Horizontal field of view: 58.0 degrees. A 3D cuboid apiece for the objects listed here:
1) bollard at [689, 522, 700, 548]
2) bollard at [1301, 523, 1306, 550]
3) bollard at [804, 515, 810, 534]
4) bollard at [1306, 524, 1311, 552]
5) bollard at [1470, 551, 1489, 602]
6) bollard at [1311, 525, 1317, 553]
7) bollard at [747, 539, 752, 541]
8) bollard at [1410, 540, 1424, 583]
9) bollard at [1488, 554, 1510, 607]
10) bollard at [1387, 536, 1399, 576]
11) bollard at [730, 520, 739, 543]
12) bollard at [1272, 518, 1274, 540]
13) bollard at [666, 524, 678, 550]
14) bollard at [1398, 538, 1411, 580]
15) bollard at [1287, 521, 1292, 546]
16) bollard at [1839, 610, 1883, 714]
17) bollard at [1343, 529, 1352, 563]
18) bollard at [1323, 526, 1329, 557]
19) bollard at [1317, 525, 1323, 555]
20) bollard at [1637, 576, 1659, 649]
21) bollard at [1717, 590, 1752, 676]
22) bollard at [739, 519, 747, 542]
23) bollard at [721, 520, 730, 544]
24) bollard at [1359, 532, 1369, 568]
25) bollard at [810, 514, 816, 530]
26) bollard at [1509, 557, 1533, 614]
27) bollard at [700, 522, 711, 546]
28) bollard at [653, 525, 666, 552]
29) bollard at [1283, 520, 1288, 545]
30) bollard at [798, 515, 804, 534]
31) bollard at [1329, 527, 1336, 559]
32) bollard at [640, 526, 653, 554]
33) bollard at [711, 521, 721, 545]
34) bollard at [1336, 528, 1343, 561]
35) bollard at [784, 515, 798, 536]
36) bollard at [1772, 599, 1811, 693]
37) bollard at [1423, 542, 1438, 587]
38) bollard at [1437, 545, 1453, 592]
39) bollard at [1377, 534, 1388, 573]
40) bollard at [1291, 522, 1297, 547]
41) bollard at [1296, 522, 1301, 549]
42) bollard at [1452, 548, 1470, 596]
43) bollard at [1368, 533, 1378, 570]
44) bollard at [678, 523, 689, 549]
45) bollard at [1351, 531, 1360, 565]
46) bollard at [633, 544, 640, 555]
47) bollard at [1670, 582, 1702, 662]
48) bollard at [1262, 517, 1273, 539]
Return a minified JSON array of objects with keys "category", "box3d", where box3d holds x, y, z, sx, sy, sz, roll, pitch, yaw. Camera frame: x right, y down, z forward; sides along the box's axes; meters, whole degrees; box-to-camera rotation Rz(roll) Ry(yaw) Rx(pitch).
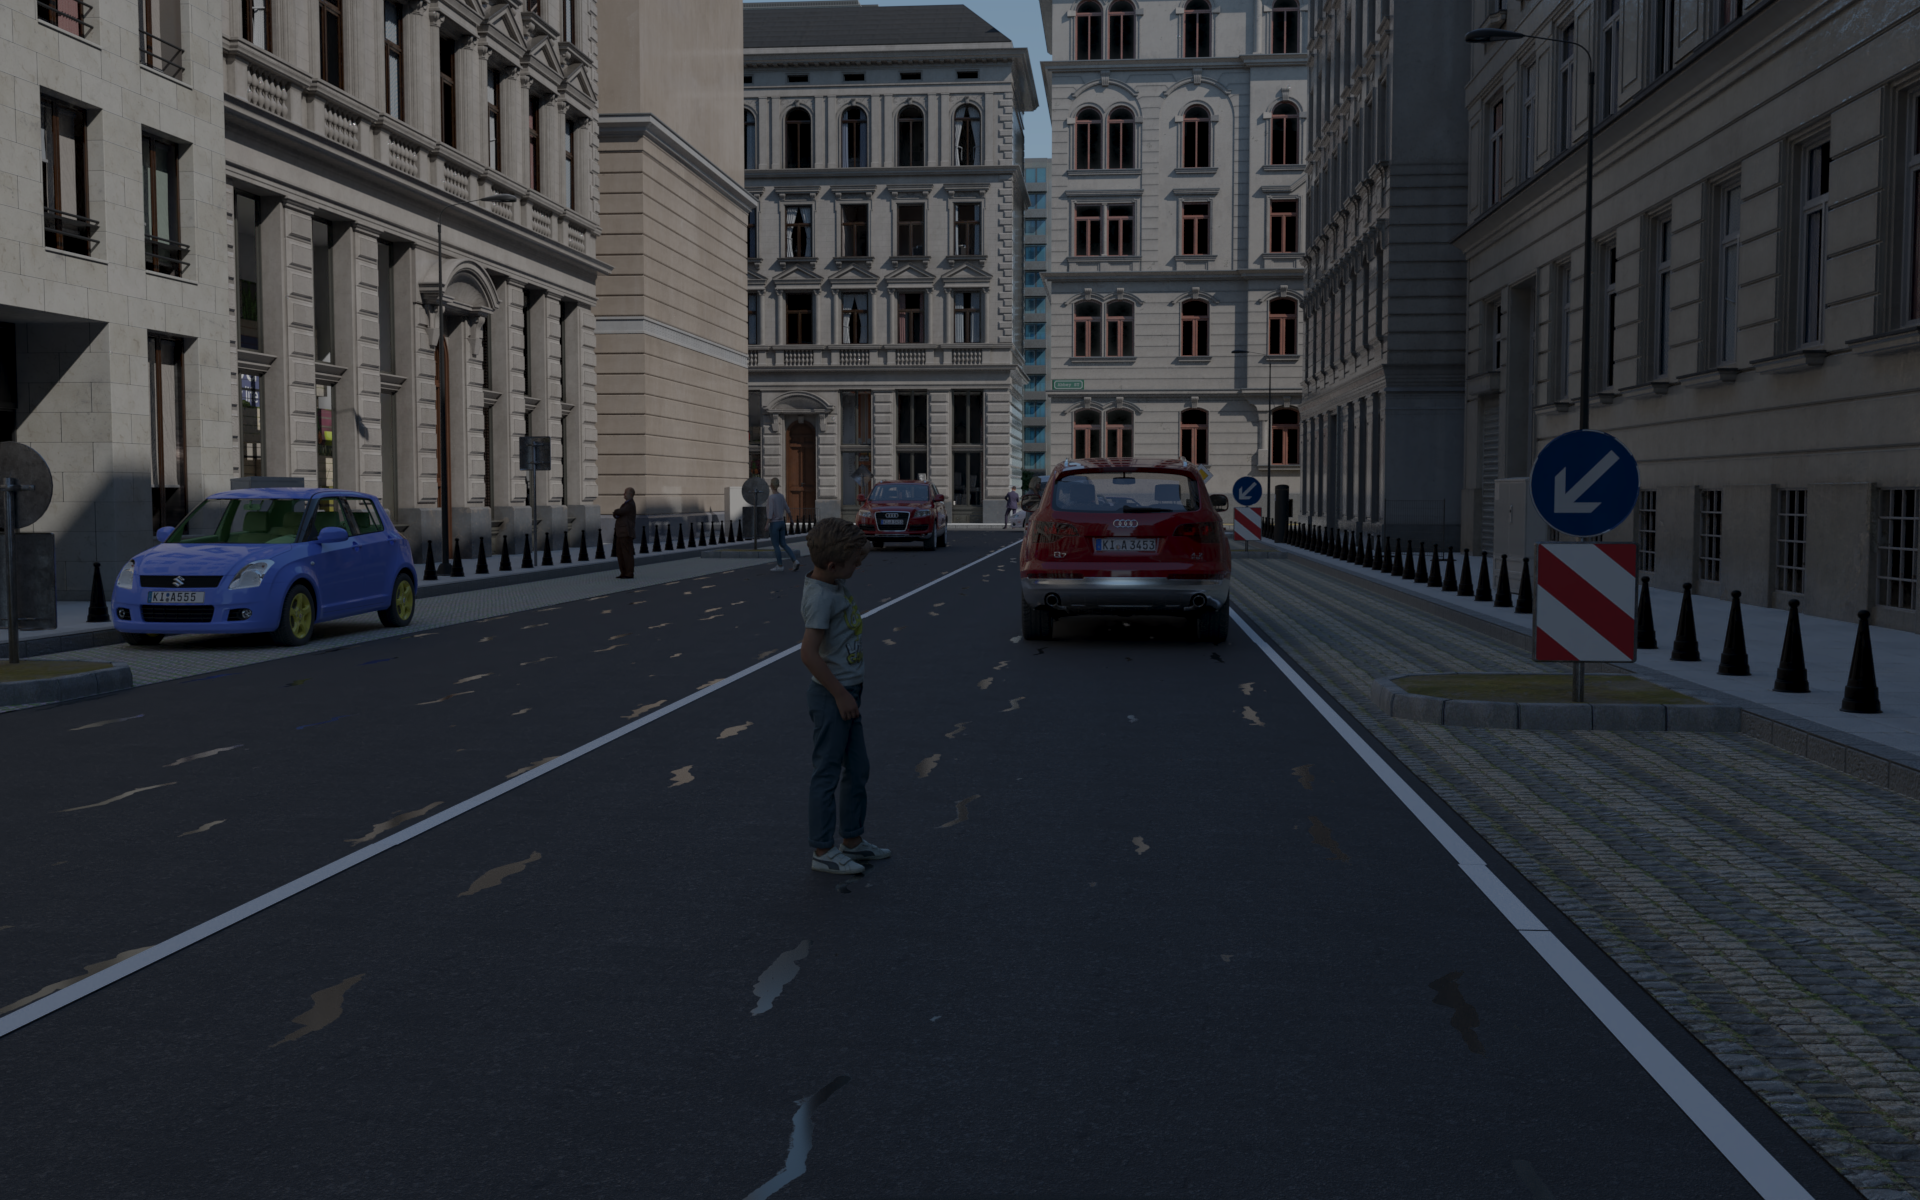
[{"category":"bollard","box3d":[-6.440,-1.563,41.595,0.229,0.601,0.229,0,3,0]},{"category":"bollard","box3d":[8.009,-1.450,39.741,0.229,0.601,0.229,0,3,0]},{"category":"bollard","box3d":[-5.087,-2.466,56.363,0.229,0.601,0.229,0,3,0]},{"category":"bollard","box3d":[7.914,-1.385,38.693,0.229,0.601,0.229,0,3,0]},{"category":"bollard","box3d":[6.278,-0.288,20.743,0.229,0.601,0.229,0,3,0]},{"category":"bollard","box3d":[7.816,-1.321,37.639,0.229,0.601,0.229,0,3,0]},{"category":"bollard","box3d":[-5.858,-1.950,47.924,0.229,0.601,0.229,0,3,0]},{"category":"bollard","box3d":[6.663,-0.547,24.986,0.229,0.601,0.229,0,3,0]},{"category":"bollard","box3d":[6.180,-0.222,19.679,0.229,0.601,0.229,0,3,0]},{"category":"bollard","box3d":[6.854,-0.676,27.090,0.229,0.601,0.229,0,3,0]},{"category":"bollard","box3d":[-6.052,-1.821,45.816,0.229,0.601,0.229,0,3,0]},{"category":"bollard","box3d":[8.687,-1.900,47.107,0.229,0.601,0.229,0,3,0]},{"category":"bollard","box3d":[-6.635,-1.434,39.490,0.229,0.601,0.229,0,3,0]},{"category":"bollard","box3d":[6.759,-0.612,26.042,0.229,0.601,0.229,0,3,0]},{"category":"bollard","box3d":[8.302,-1.643,42.905,0.229,0.601,0.229,0,3,0]},{"category":"bollard","box3d":[5.314,0.357,10.197,0.229,0.601,0.229,0,3,0]},{"category":"bollard","box3d":[7.337,-0.998,32.356,0.229,0.601,0.229,0,3,0]},{"category":"bollard","box3d":[7.626,-1.192,35.523,0.229,0.601,0.229,0,3,0]},{"category":"bollard","box3d":[7.724,-1.257,36.591,0.229,0.601,0.229,0,3,0]},{"category":"bollard","box3d":[5.693,0.100,14.400,0.229,0.601,0.229,0,3,0]},{"category":"bollard","box3d":[5.502,0.229,12.293,0.229,0.601,0.229,0,3,0]},{"category":"bollard","box3d":[-5.958,-1.885,46.864,0.229,0.601,0.229,0,3,0]},{"category":"bollard","box3d":[-6.149,-1.757,44.761,0.229,0.601,0.229,0,3,0]},{"category":"bollard","box3d":[7.144,-0.869,30.253,0.229,0.601,0.229,0,3,0]},{"category":"bollard","box3d":[-4.990,-2.532,57.435,0.229,0.601,0.229,0,3,0]},{"category":"bollard","box3d":[6.084,-0.158,18.631,0.229,0.601,0.229,0,3,0]},{"category":"bollard","box3d":[-6.346,-1.628,42.659,0.229,0.601,0.229,0,3,0]},{"category":"bollard","box3d":[-6.730,-1.370,38.437,0.229,0.601,0.229,0,3,0]},{"category":"bollard","box3d":[8.399,-1.707,43.953,0.229,0.601,0.229,0,3,0]},{"category":"bollard","box3d":[-5.184,-2.401,55.295,0.229,0.601,0.229,0,3,0]},{"category":"bollard","box3d":[7.529,-1.127,34.467,0.229,0.601,0.229,0,3,0]},{"category":"bollard","box3d":[-6.820,-1.305,37.381,0.229,0.601,0.229,0,3,0]},{"category":"bollard","box3d":[-6.246,-1.692,43.713,0.229,0.601,0.229,0,3,0]},{"category":"bollard","box3d":[7.432,-1.062,33.404,0.229,0.601,0.229,0,3,0]},{"category":"bollard","box3d":[-5.282,-2.336,54.241,0.229,0.601,0.229,0,3,0]},{"category":"bollard","box3d":[5.407,0.293,11.245,0.229,0.601,0.229,0,3,0]},{"category":"bollard","box3d":[6.564,-0.481,23.910,0.229,0.601,0.229,0,3,0]},{"category":"bollard","box3d":[6.467,-0.416,22.839,0.229,0.601,0.229,0,3,0]},{"category":"bollard","box3d":[6.953,-0.740,28.146,0.229,0.601,0.229,0,3,0]},{"category":"bollard","box3d":[8.203,-1.579,41.858,0.229,0.601,0.229,0,3,0]},{"category":"bollard","box3d":[8.109,-1.515,40.810,0.229,0.601,0.229,0,3,0]},{"category":"bollard","box3d":[6.369,-0.352,21.791,0.229,0.601,0.229,0,3,0]},{"category":"bollard","box3d":[7.053,-0.805,29.195,0.229,0.601,0.229,0,3,0]},{"category":"bollard","box3d":[-6.537,-1.498,40.538,0.229,0.601,0.229,0,3,0]},{"category":"bollard","box3d":[7.242,-0.933,31.301,0.229,0.601,0.229,0,3,0]},{"category":"bollard","box3d":[-6.917,-1.241,36.333,0.229,0.601,0.229,0,3,0]},{"category":"bollard","box3d":[5.600,0.165,13.349,0.229,0.601,0.229,0,3,0]},{"category":"bollard","box3d":[8.980,-2.095,50.289,0.229,0.601,0.229,0,3,0]}]
